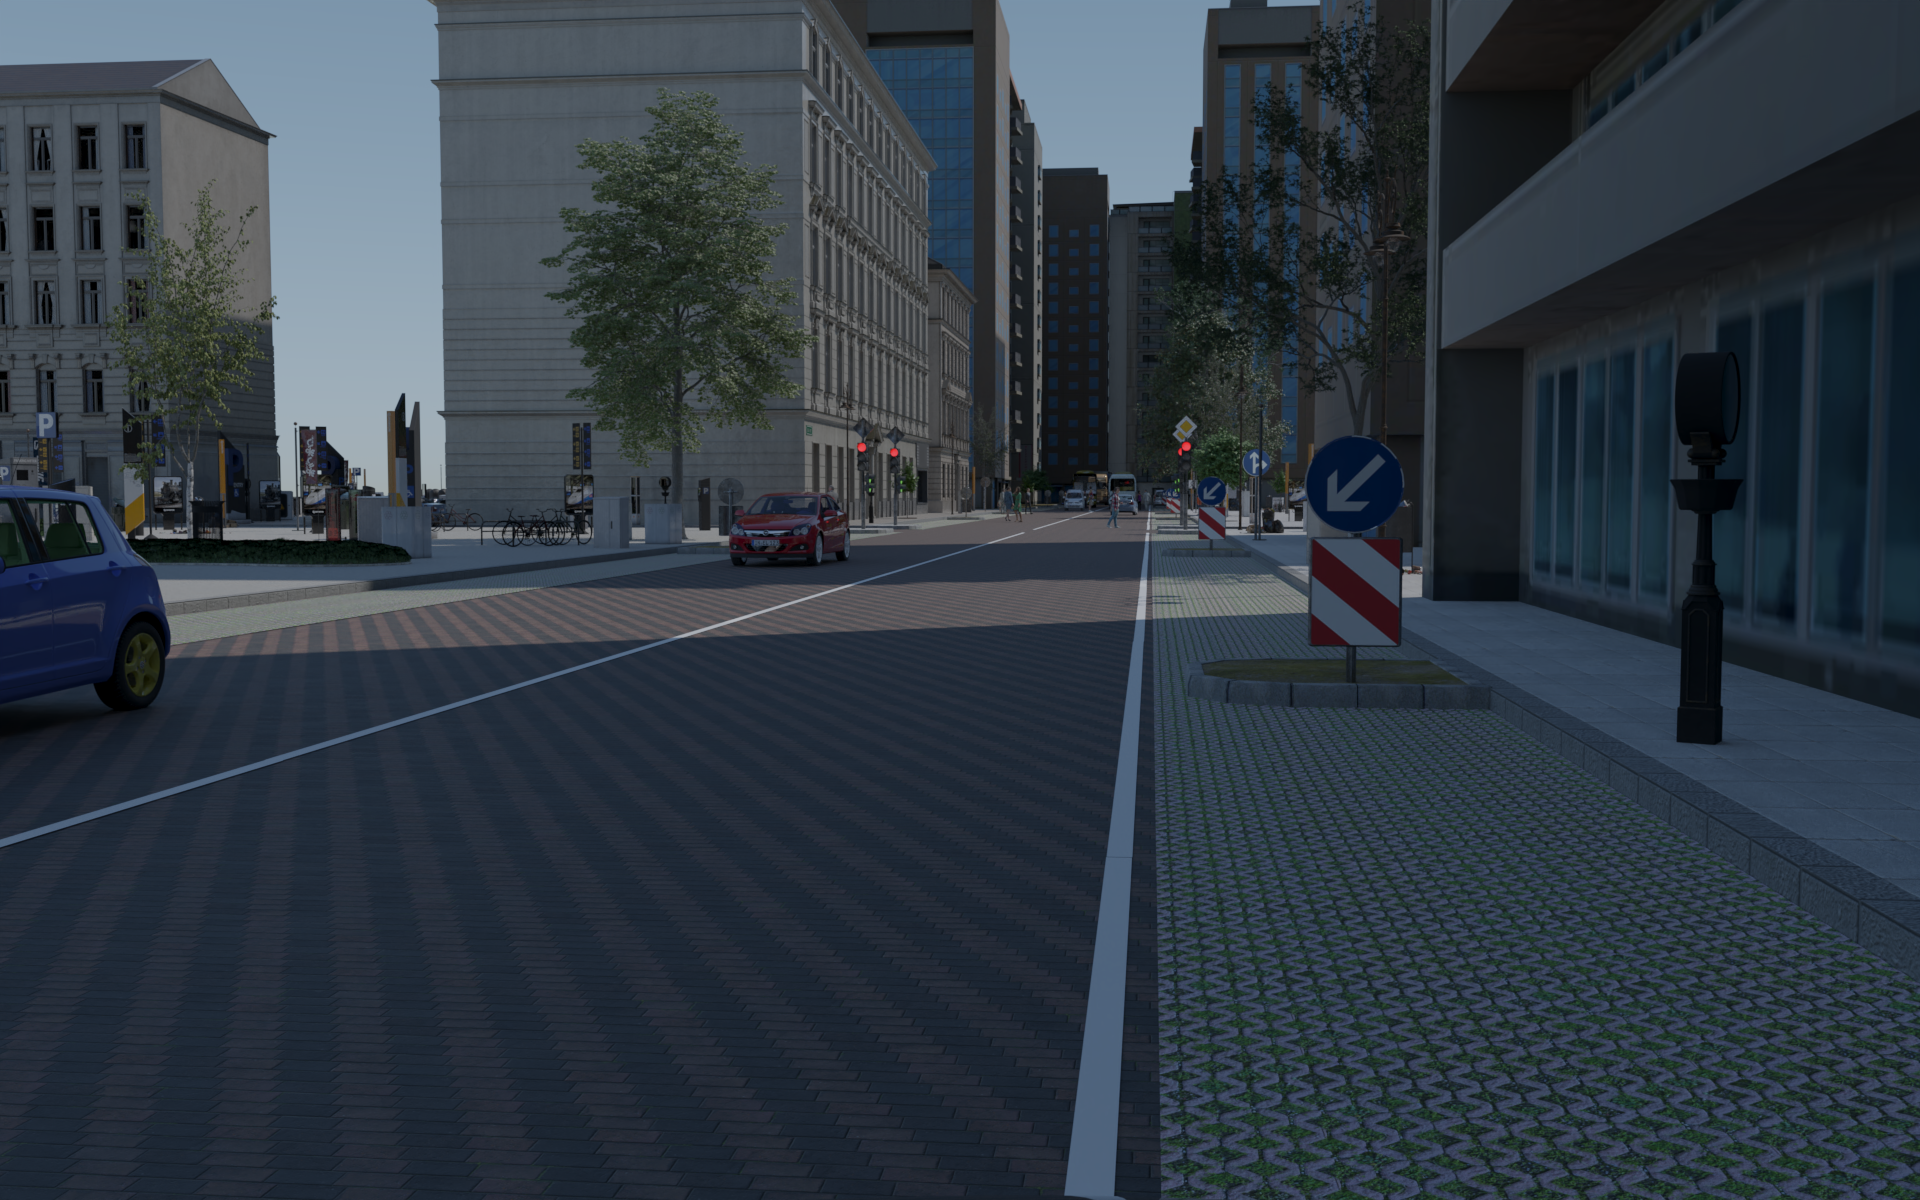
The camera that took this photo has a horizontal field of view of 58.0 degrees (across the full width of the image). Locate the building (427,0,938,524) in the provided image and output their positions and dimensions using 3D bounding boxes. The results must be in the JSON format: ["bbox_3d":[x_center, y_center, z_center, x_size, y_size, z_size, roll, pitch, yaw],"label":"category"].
[{"bbox_3d":[-12.020,-19.445,94.336,17.030,29.872,44.131,0,4,6],"label":"building"}]

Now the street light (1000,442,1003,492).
[{"bbox_3d":[3.527,-10.570,145.610,0.468,5.910,1.993,0,4,6],"label":"street light"}]

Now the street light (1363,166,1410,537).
[{"bbox_3d":[6.080,-3.183,24.834,0.468,5.910,1.993,0,4,6],"label":"street light"}]

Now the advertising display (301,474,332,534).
[{"bbox_3d":[-20.651,-3.084,55.643,0.974,1.923,0.123,-3,5,-43],"label":"advertising display"}]

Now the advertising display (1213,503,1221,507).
[{"bbox_3d":[12.679,-4.930,85.815,0.123,1.923,0.974,2,4,35],"label":"advertising display"}]

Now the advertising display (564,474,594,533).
[{"bbox_3d":[-12.479,-3.153,56.758,0.974,1.923,0.123,-2,4,-32],"label":"advertising display"}]

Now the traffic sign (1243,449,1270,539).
[{"bbox_3d":[8.359,-2.983,48.880,0.768,2.556,0.104,1,4,10],"label":"traffic sign"}]

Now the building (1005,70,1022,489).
[{"bbox_3d":[-5.274,-31.896,176.123,22.147,44.769,28.867,0,4,6],"label":"building"}]

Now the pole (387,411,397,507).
[{"bbox_3d":[-13.921,-2.974,42.474,0.158,3.312,0.155,0,3,0],"label":"pole"}]

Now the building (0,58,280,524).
[{"bbox_3d":[-42.480,-14.122,80.044,18.267,20.994,9.793,0,4,6],"label":"building"}]

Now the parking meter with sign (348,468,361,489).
[{"bbox_3d":[-39.578,-7.127,112.786,0.543,3.016,1.738,0,4,2],"label":"parking meter with sign"}]

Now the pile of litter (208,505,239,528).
[{"bbox_3d":[-28.095,-3.196,66.215,1.176,0.858,1.719,1,4,12],"label":"pile of litter"}]

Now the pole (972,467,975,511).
[{"bbox_3d":[1.020,-8.341,130.220,0.158,3.312,0.155,0,3,0],"label":"pole"}]

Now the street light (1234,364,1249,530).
[{"bbox_3d":[9.970,-5.423,61.458,0.468,5.910,1.993,0,4,6],"label":"street light"}]

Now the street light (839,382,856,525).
[{"bbox_3d":[-4.659,-6.053,71.749,0.468,5.910,1.993,0,4,6],"label":"street light"}]

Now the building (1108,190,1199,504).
[{"bbox_3d":[27.238,-33.774,235.792,14.086,41.232,14.154,0,4,6],"label":"building"}]

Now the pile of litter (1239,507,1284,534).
[{"bbox_3d":[9.883,-2.611,56.649,1.719,0.858,1.176,-1,4,-17],"label":"pile of litter"}]

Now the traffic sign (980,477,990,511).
[{"bbox_3d":[1.864,-7.815,127.878,0.768,2.556,0.104,1,4,14],"label":"traffic sign"}]

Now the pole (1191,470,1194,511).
[{"bbox_3d":[17.895,-8.540,133.477,0.158,3.312,0.155,0,3,0],"label":"pole"}]

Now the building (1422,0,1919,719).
[{"bbox_3d":[15.198,-23.538,8.547,21.300,48.544,21.600,0,4,6],"label":"building"}]

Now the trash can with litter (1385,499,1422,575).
[{"bbox_3d":[7.366,-1.015,27.645,2.233,1.210,1.678,1,4,16],"label":"trash can with litter"}]

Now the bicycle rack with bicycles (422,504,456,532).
[{"bbox_3d":[-18.300,-2.836,59.753,2.925,0.926,2.852,1,4,11],"label":"bicycle rack with bicycles"}]

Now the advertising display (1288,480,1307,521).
[{"bbox_3d":[15.906,-4.658,81.377,0.974,1.923,0.123,1,4,9],"label":"advertising display"}]

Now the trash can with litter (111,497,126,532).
[{"bbox_3d":[-28.236,-2.899,58.790,1.055,1.170,0.624,1,4,12],"label":"trash can with litter"}]

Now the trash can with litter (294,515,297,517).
[{"bbox_3d":[-37.896,-5.271,97.246,2.233,1.210,1.678,0,4,6],"label":"trash can with litter"}]

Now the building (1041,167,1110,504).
[{"bbox_3d":[13.138,-35.885,236.832,14.200,45.320,14.600,0,4,6],"label":"building"}]

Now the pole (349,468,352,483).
[{"bbox_3d":[-47.773,-8.678,135.721,0.158,3.312,0.155,0,3,0],"label":"pole"}]

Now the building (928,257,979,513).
[{"bbox_3d":[-4.858,-15.969,125.718,10.561,19.102,19.286,0,4,6],"label":"building"}]

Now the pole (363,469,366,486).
[{"bbox_3d":[-47.997,-8.921,139.708,0.158,3.312,0.155,0,3,0],"label":"pole"}]

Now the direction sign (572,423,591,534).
[{"bbox_3d":[-12.028,-3.863,55.156,0.876,3.537,0.379,3,4,38],"label":"direction sign"}]

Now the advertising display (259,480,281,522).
[{"bbox_3d":[-32.259,-4.634,80.986,0.974,1.923,0.123,-2,4,-35],"label":"advertising display"}]

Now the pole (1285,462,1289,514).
[{"bbox_3d":[21.042,-7.194,111.458,0.158,3.312,0.155,0,3,0],"label":"pole"}]

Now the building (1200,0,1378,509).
[{"bbox_3d":[29.129,-31.043,157.657,14.600,45.320,14.200,0,4,6],"label":"building"}]

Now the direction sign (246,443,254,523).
[{"bbox_3d":[-31.574,-5.190,76.854,0.379,3.537,0.876,-2,4,-26],"label":"direction sign"}]

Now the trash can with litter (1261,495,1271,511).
[{"bbox_3d":[24.145,-7.532,134.208,1.678,1.210,2.233,-3,5,-39],"label":"trash can with litter"}]

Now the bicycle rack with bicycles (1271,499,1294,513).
[{"bbox_3d":[22.511,-6.469,119.147,2.852,0.926,2.925,2,4,28],"label":"bicycle rack with bicycles"}]

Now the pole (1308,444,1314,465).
[{"bbox_3d":[14.234,-4.676,70.292,0.158,3.312,0.155,0,3,0],"label":"pole"}]

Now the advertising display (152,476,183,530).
[{"bbox_3d":[-28.263,-3.462,61.813,0.974,1.923,0.123,-2,4,-35],"label":"advertising display"}]

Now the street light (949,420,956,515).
[{"bbox_3d":[-0.486,-8.309,108.637,0.468,5.910,1.993,0,4,6],"label":"street light"}]

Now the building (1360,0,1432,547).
[{"bbox_3d":[17.408,-24.235,46.349,14.600,45.320,14.200,0,4,6],"label":"building"}]

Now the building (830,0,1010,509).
[{"bbox_3d":[-3.075,-30.817,153.965,14.600,45.320,14.200,0,4,6],"label":"building"}]

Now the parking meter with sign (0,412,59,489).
[{"bbox_3d":[-19.729,-2.444,36.224,0.543,3.016,1.738,1,4,19],"label":"parking meter with sign"}]

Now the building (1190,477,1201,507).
[{"bbox_3d":[39.891,-29.603,175.897,32.217,40.220,23.993,0,4,6],"label":"building"}]

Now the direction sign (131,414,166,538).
[{"bbox_3d":[-23.124,-3.511,49.400,0.876,3.537,0.379,-2,4,-32],"label":"direction sign"}]

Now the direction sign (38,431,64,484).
[{"bbox_3d":[-32.662,-4.298,62.267,0.379,3.537,0.876,2,4,35],"label":"direction sign"}]

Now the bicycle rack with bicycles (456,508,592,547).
[{"bbox_3d":[-10.568,-1.835,43.391,2.925,0.926,2.852,-3,5,-39],"label":"bicycle rack with bicycles"}]

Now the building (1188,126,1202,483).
[{"bbox_3d":[37.976,-33.527,202.792,22.147,44.769,28.867,0,4,6],"label":"building"}]

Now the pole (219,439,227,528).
[{"bbox_3d":[-27.569,-4.336,64.744,0.158,3.312,0.155,0,3,0],"label":"pole"}]

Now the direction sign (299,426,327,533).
[{"bbox_3d":[-21.565,-4.025,57.805,0.876,3.537,0.379,-2,4,-33],"label":"direction sign"}]

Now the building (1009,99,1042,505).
[{"bbox_3d":[-1.187,-35.911,210.850,21.600,48.544,21.300,0,4,6],"label":"building"}]

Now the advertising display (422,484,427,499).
[{"bbox_3d":[-33.338,-6.275,107.807,0.123,1.923,0.974,-2,4,-27],"label":"advertising display"}]

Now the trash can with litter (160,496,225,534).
[{"bbox_3d":[-24.971,-2.763,56.240,2.233,1.210,1.678,1,4,23],"label":"trash can with litter"}]
